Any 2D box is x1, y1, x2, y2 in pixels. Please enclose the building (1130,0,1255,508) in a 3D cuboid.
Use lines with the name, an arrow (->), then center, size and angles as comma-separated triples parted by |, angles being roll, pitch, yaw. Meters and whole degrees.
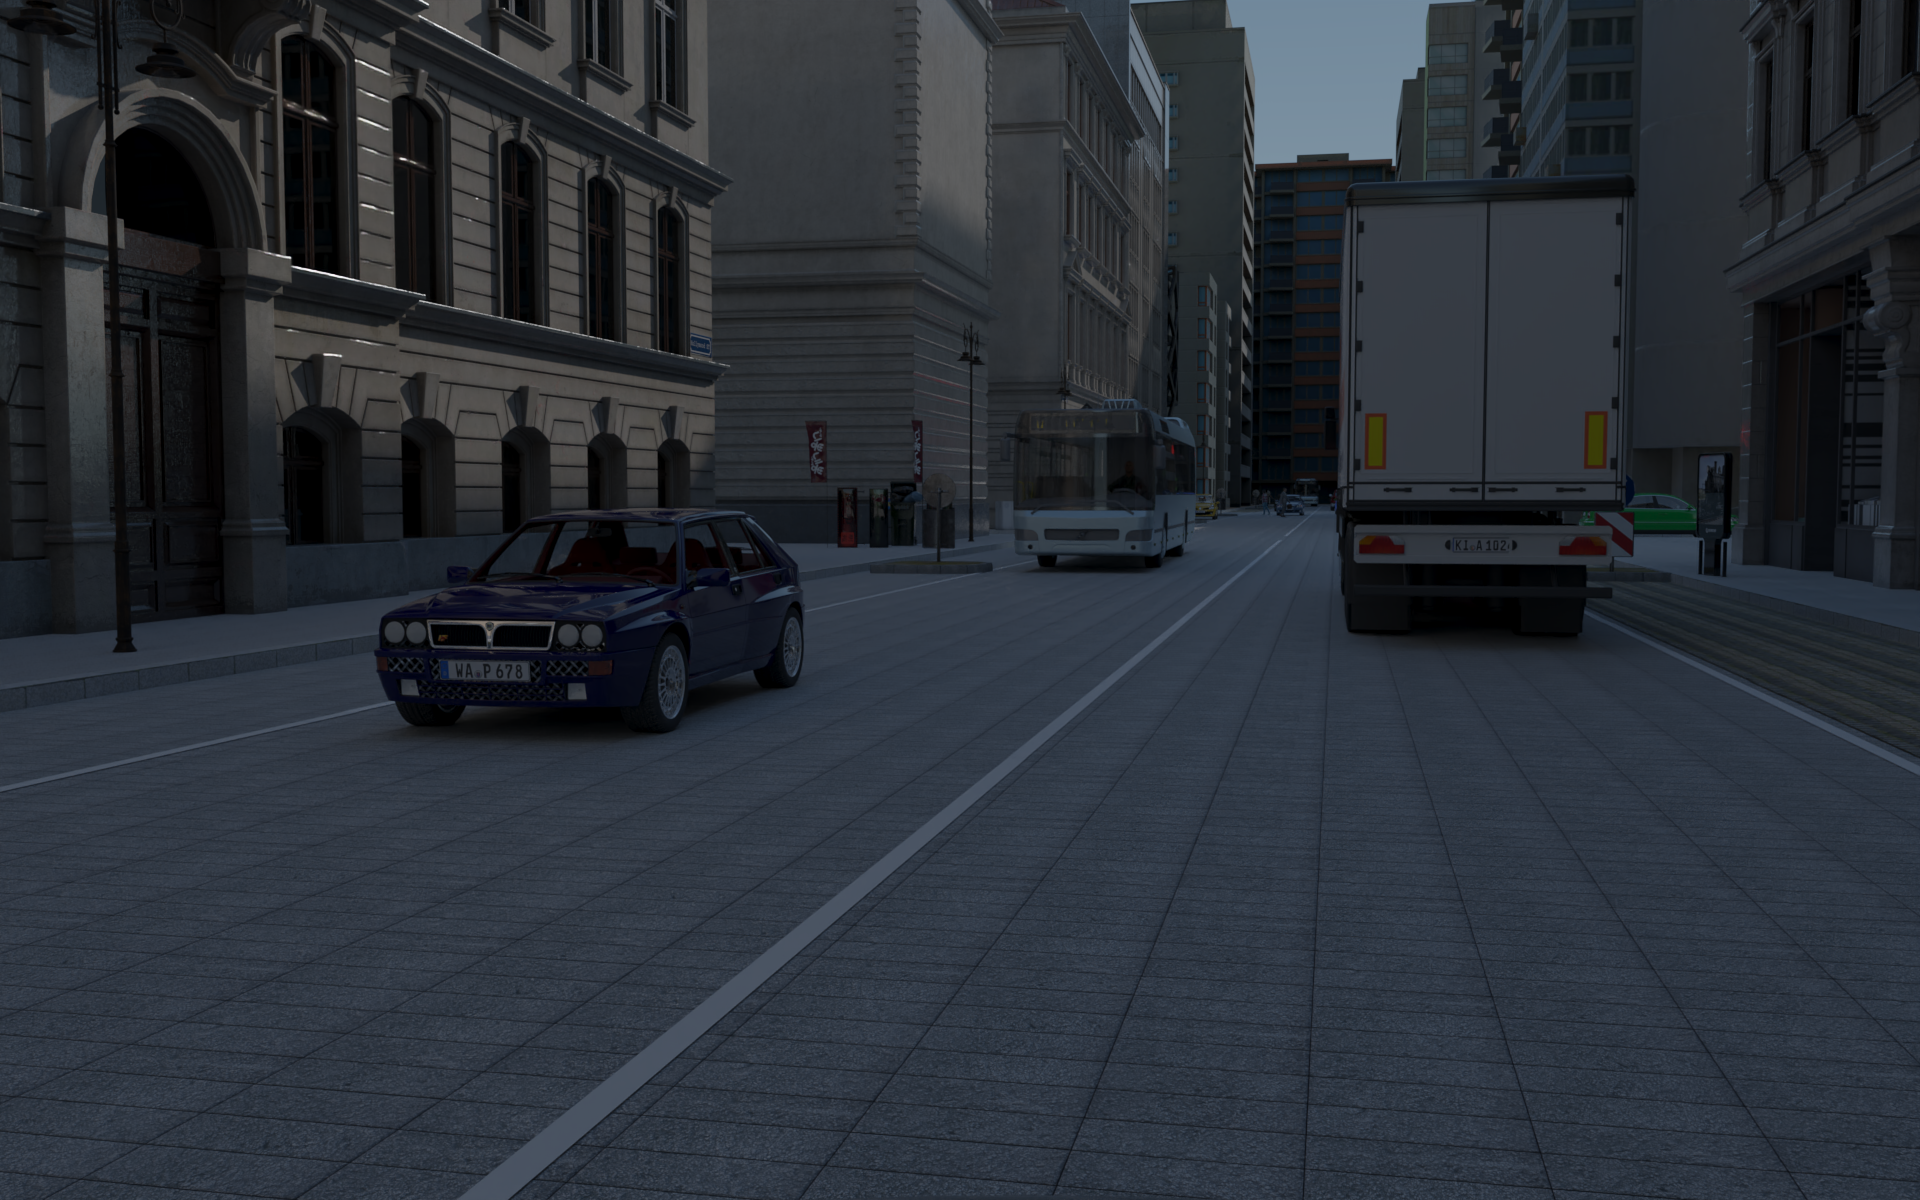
building -> 18.517, -33.786, 176.097 | 21.300, 48.544, 21.600 | 1, 4, 12

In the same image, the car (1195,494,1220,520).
car -> 13.676, -5.363, 97.914 | 2.015, 1.641, 3.980 | 1, 4, 11

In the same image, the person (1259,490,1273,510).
person -> 28.056, -9.183, 158.660 | 1.348, 1.823, 0.705 | 0, 4, -1

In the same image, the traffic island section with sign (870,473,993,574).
traffic island section with sign -> -0.455, -1.430, 32.009 | 1.989, 1.847, 2.006 | 1, 4, 12

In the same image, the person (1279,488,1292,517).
person -> 20.132, -6.042, 107.414 | 0.853, 1.813, 0.709 | 3, 4, 37

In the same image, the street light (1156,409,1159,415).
street light -> 10.787, -7.458, 94.727 | 0.468, 5.910, 1.993 | 1, 4, 12

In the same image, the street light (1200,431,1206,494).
street light -> 17.900, -9.457, 127.407 | 0.468, 5.910, 1.993 | 1, 4, 12

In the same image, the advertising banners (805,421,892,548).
advertising banners -> -2.657, -2.759, 41.300 | 2.074, 3.025, 0.090 | 0, 4, 3

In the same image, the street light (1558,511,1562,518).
street light -> 17.382, -4.725, 50.034 | 0.468, 5.910, 1.993 | 1, 4, 12

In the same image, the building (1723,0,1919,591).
building -> 18.349, -10.907, 29.247 | 10.553, 20.767, 40.483 | 1, 4, 12

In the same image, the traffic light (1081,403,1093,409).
traffic light -> 3.900, -3.938, 53.310 | 0.839, 4.253, 0.868 | 1, 4, 12

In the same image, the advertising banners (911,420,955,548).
advertising banners -> -0.654, -2.785, 41.725 | 0.090, 3.025, 2.074 | 2, 4, 29

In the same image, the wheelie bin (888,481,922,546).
wheelie bin -> -1.377, -2.142, 42.937 | 0.980, 1.594, 0.693 | 0, 4, 4

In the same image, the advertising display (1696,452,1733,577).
advertising display -> 11.818, -1.342, 27.159 | 0.123, 1.923, 0.974 | 0, 4, -1

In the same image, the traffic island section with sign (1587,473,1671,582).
traffic island section with sign -> 10.767, -1.255, 29.150 | 1.989, 1.847, 2.006 | 1, 4, 12

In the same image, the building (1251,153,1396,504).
building -> 46.352, -34.937, 225.852 | 28.867, 44.769, 22.147 | 1, 4, 12

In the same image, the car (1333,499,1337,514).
car -> 27.396, -6.903, 122.461 | 1.945, 1.707, 3.694 | 1, 4, 11

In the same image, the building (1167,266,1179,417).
building -> 5.619, -15.004, 112.762 | 16.820, 18.784, 16.811 | 1, 4, 12

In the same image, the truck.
truck -> 5.830, -1.957, 20.903 | 2.839, 4.237, 11.283 | 1, 4, 12

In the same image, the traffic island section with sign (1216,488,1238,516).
traffic island section with sign -> 16.924, -6.316, 111.901 | 1.989, 1.847, 2.006 | 1, 4, 12

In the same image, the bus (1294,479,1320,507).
bus -> 40.159, -12.597, 200.817 | 2.948, 3.499, 13.247 | 1, 4, 11

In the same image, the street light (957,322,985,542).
street light -> 0.302, -4.516, 46.617 | 0.468, 5.910, 1.993 | 1, 4, 12

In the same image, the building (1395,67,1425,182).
building -> 59.407, -34.767, 192.140 | 21.300, 48.544, 21.600 | 1, 4, 12

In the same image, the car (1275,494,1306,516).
car -> 22.161, -6.363, 116.045 | 2.014, 1.417, 4.499 | 1, 4, 13

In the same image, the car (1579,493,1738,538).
car -> 21.642, -2.735, 53.510 | 4.718, 1.807, 1.959 | 1, 4, 13

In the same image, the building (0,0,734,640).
building -> -13.379, -12.160, 17.900 | 14.460, 24.649, 34.723 | 1, 4, 12

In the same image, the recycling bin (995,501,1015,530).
recycling bin -> 1.704, -2.992, 61.474 | 0.722, 1.027, 0.722 | -1, 4, -19

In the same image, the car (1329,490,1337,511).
car -> 32.859, -8.563, 148.670 | 2.281, 1.827, 5.304 | 1, 4, 11

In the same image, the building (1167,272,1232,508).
building -> 8.987, -18.789, 152.235 | 27.650, 21.520, 28.899 | 1, 4, 12

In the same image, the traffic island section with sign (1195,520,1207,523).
traffic island section with sign -> 11.144, -4.694, 85.373 | 1.989, 1.847, 2.006 | 1, 4, 12

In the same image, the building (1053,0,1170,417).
building -> 4.232, -16.843, 93.408 | 12.078, 24.808, 19.932 | 1, 4, 12

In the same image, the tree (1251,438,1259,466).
tree -> 31.214, -14.883, 193.702 | 4.360, 8.622, 3.978 | 0, 3, 0

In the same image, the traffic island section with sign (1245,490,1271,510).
traffic island section with sign -> 27.524, -9.297, 160.628 | 1.989, 1.847, 2.006 | 1, 4, 12

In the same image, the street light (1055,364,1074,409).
street light -> 3.741, -5.446, 61.823 | 0.468, 5.910, 1.993 | 1, 4, 12

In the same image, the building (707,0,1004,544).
building -> -9.136, -13.532, 50.127 | 19.941, 23.489, 11.050 | 1, 4, 12

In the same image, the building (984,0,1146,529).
building -> 0.812, -14.450, 72.416 | 11.583, 22.565, 21.152 | 1, 4, 12

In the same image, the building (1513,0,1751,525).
building -> 35.348, -23.035, 68.499 | 23.993, 40.220, 32.217 | 1, 4, 12

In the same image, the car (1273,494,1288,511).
car -> 26.952, -8.184, 143.589 | 2.009, 1.686, 4.222 | 1, 4, 11

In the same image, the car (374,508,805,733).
car -> -2.324, 0.051, 11.739 | 1.945, 1.354, 3.894 | 1, 4, 11

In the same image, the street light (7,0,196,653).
street light -> -6.790, -2.515, 13.902 | 0.468, 5.910, 1.993 | 1, 4, 12

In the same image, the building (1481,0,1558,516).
building -> 43.373, -27.512, 104.444 | 22.147, 44.769, 28.867 | 1, 4, 12

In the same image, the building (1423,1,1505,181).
building -> 46.427, -28.352, 147.155 | 14.154, 41.232, 14.086 | 1, 4, 12

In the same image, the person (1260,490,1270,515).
person -> 20.840, -6.661, 118.244 | 0.643, 1.720, 0.563 | 3, 5, 40

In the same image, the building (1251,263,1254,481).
building -> 27.214, -26.398, 203.308 | 14.107, 30.474, 14.160 | 1, 4, 12

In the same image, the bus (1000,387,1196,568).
bus -> 3.304, -2.558, 36.687 | 2.948, 3.499, 13.247 | 1, 4, 11
